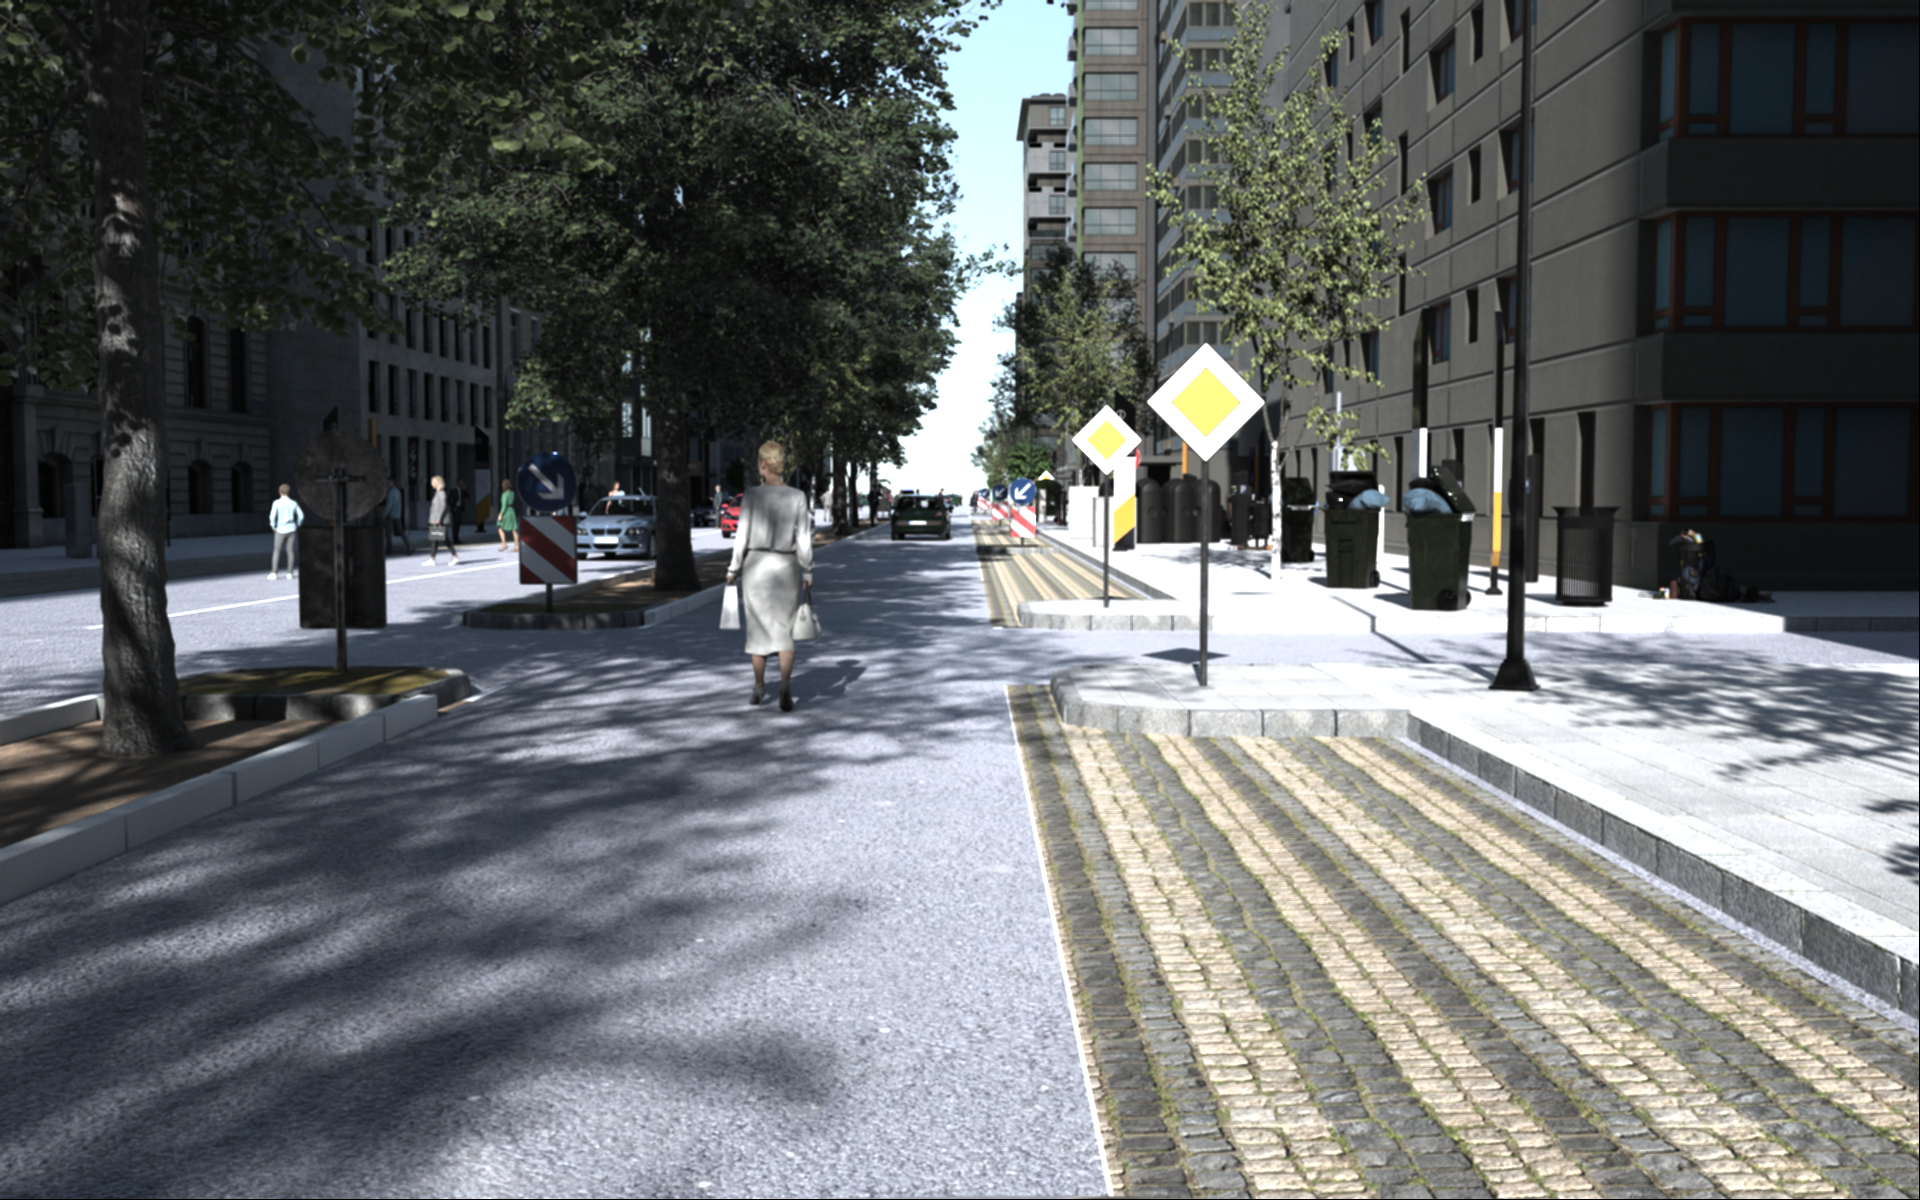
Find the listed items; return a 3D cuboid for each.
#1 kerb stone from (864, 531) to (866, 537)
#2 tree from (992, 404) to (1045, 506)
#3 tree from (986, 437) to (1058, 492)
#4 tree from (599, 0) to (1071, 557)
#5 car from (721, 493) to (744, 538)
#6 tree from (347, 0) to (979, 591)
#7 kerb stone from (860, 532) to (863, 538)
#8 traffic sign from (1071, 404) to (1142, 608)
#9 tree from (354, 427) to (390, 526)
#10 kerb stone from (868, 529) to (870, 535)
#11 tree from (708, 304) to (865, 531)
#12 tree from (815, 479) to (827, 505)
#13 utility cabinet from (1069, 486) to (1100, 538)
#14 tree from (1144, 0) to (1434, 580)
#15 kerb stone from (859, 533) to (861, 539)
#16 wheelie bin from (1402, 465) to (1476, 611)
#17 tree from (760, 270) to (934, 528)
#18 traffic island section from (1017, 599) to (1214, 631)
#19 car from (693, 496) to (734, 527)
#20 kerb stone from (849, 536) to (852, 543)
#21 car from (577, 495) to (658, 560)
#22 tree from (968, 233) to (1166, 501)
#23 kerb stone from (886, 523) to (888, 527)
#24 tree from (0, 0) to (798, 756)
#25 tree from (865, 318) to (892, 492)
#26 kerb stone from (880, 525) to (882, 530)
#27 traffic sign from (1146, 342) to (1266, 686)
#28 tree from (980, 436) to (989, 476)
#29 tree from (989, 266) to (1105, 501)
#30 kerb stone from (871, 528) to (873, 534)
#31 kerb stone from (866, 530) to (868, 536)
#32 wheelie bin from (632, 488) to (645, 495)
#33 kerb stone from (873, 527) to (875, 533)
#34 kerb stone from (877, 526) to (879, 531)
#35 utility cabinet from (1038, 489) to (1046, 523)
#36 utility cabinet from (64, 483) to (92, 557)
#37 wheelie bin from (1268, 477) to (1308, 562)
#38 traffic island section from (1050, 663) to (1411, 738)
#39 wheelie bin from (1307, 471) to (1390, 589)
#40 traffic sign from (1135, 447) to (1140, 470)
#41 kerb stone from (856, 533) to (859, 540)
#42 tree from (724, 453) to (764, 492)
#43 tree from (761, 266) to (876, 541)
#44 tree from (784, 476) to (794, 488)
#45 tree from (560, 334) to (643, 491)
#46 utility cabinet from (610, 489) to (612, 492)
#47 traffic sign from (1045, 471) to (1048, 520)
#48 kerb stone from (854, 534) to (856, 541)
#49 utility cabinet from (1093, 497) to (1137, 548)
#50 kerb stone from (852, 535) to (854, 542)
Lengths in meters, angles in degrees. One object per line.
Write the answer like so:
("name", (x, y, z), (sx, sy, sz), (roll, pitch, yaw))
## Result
("kerb stone", (-3.265, -2.136, 57.272), (0.120, 0.150, 1.000), (0, 4, 0))
("tree", (4.288, -11.087, 131.632), (4.360, 8.622, 3.978), (0, 3, 0))
("tree", (3.974, -7.007, 98.284), (4.285, 4.588, 4.351), (0, 3, 0))
("tree", (-3.445, -10.959, 37.533), (12.611, 20.169, 13.585), (0, 3, 0))
("car", (-6.802, -2.979, 57.746), (2.155, 1.783, 4.494), (0, 4, 2))
("tree", (-4.189, -7.098, 25.161), (9.857, 13.997, 8.962), (0, 3, 0))
("kerb stone", (-3.267, -2.020, 55.228), (0.120, 0.150, 1.000), (0, 4, 0))
("traffic sign", (1.647, -0.970, 19.509), (0.795, 2.450, 0.064), (0, 4, 0))
("tree", (-17.363, -3.400, 50.188), (1.663, 3.219, 1.824), (0, 3, 0))
("kerb stone", (-3.270, -2.271, 59.332), (0.120, 0.150, 1.000), (0, 4, 0))
("tree", (-4.757, -5.727, 46.458), (4.360, 8.622, 3.978), (0, 3, 0))
("tree", (-16.211, -12.873, 205.080), (1.663, 3.219, 1.824), (0, 3, 0))
("utility cabinet", (3.705, -2.490, 49.391), (1.173, 1.500, 0.318), (1, 4, 13))
("tree", (4.712, -4.590, 25.412), (4.737, 8.622, 4.395), (0, 3, 0))
("kerb stone", (-3.276, -1.954, 54.206), (0.120, 0.150, 1.000), (0, 4, 0))
("wheelie bin", (5.304, -0.693, 19.237), (0.693, 1.594, 0.980), (2, 4, 30))
("tree", (-4.605, -8.901, 73.749), (9.928, 11.665, 9.643), (0, 3, 0))
("traffic island section", (1.670, 0.165, 19.586), (2.009, 0.180, 2.903), (0, 4, 0))
("car", (-10.784, -3.941, 77.021), (1.945, 1.354, 3.894), (0, 4, 0))
("kerb stone", (-3.293, -1.705, 50.096), (0.120, 0.150, 1.000), (0, 4, 0))
("car", (-7.454, -1.652, 39.020), (2.014, 1.417, 4.499), (0, 4, 2))
("tree", (4.272, -7.829, 62.420), (7.601, 10.594, 8.767), (0, 4, 6))
("kerb stone", (-3.221, -3.085, 72.643), (0.120, 0.150, 1.000), (0, 4, 0))
("tree", (-4.420, -5.396, 8.803), (7.486, 12.596, 7.792), (0, 3, 0))
("tree", (-4.226, -6.960, 66.610), (4.360, 8.622, 3.978), (0, 3, 0))
("kerb stone", (-3.232, -2.771, 67.518), (0.120, 0.150, 1.000), (0, 4, 0))
("traffic sign", (1.625, -0.482, 11.524), (0.795, 2.450, 0.064), (0, 4, 0))
("tree", (4.210, -13.059, 163.871), (4.737, 8.622, 4.395), (0, 3, 0))
("tree", (3.893, -6.426, 55.434), (4.737, 8.622, 4.395), (0, 3, 0))
("kerb stone", (-3.252, -2.388, 61.379), (0.120, 0.150, 1.000), (0, 4, 0))
("kerb stone", (-3.266, -2.208, 58.303), (0.120, 0.150, 1.000), (0, 4, 0))
("wheelie bin", (-16.237, -4.874, 87.597), (0.693, 1.594, 0.980), (0, 4, 1))
("kerb stone", (-3.255, -2.459, 62.401), (0.120, 0.150, 1.000), (0, 4, 0))
("kerb stone", (-3.248, -2.647, 65.467), (0.120, 0.150, 1.000), (0, 4, 0))
("utility cabinet", (3.635, -4.152, 76.570), (0.318, 1.500, 1.173), (0, 4, 0))
("utility cabinet", (-17.894, -1.616, 35.106), (0.318, 1.500, 1.173), (-3, 4, -36))
("wheelie bin", (6.259, -1.518, 32.735), (0.980, 1.594, 0.693), (-1, 4, -18))
("traffic island section", (1.648, 0.653, 11.601), (2.009, 0.180, 2.903), (0, 4, 0))
("wheelie bin", (5.383, -0.965, 23.679), (0.980, 1.594, 0.693), (2, 4, 31))
("traffic sign", (4.120, -2.642, 43.305), (0.768, 2.556, 0.104), (0, 4, 6))
("kerb stone", (-3.278, -1.894, 53.178), (0.120, 0.150, 1.000), (0, 4, 0))
("tree", (-16.766, -9.260, 135.118), (4.285, 4.588, 4.351), (0, 3, 0))
("tree", (-4.470, -6.068, 52.032), (4.737, 8.622, 4.395), (0, 3, 0))
("tree", (-16.228, -10.030, 158.593), (1.663, 3.219, 1.824), (0, 3, 0))
("tree", (-16.125, -7.670, 75.772), (4.737, 8.622, 4.395), (0, 3, 0))
("utility cabinet", (-16.084, -4.361, 79.982), (0.318, 1.500, 1.173), (-1, 4, -22))
("traffic sign", (4.271, -5.170, 85.714), (0.795, 2.450, 0.064), (1, 4, 9))
("kerb stone", (-3.288, -1.832, 52.148), (0.120, 0.150, 1.000), (0, 4, 0))
("utility cabinet", (3.700, -1.851, 41.426), (1.020, 1.237, 0.306), (-1, 4, -10))
("kerb stone", (-3.285, -1.766, 51.126), (0.120, 0.150, 1.000), (0, 4, 0))
